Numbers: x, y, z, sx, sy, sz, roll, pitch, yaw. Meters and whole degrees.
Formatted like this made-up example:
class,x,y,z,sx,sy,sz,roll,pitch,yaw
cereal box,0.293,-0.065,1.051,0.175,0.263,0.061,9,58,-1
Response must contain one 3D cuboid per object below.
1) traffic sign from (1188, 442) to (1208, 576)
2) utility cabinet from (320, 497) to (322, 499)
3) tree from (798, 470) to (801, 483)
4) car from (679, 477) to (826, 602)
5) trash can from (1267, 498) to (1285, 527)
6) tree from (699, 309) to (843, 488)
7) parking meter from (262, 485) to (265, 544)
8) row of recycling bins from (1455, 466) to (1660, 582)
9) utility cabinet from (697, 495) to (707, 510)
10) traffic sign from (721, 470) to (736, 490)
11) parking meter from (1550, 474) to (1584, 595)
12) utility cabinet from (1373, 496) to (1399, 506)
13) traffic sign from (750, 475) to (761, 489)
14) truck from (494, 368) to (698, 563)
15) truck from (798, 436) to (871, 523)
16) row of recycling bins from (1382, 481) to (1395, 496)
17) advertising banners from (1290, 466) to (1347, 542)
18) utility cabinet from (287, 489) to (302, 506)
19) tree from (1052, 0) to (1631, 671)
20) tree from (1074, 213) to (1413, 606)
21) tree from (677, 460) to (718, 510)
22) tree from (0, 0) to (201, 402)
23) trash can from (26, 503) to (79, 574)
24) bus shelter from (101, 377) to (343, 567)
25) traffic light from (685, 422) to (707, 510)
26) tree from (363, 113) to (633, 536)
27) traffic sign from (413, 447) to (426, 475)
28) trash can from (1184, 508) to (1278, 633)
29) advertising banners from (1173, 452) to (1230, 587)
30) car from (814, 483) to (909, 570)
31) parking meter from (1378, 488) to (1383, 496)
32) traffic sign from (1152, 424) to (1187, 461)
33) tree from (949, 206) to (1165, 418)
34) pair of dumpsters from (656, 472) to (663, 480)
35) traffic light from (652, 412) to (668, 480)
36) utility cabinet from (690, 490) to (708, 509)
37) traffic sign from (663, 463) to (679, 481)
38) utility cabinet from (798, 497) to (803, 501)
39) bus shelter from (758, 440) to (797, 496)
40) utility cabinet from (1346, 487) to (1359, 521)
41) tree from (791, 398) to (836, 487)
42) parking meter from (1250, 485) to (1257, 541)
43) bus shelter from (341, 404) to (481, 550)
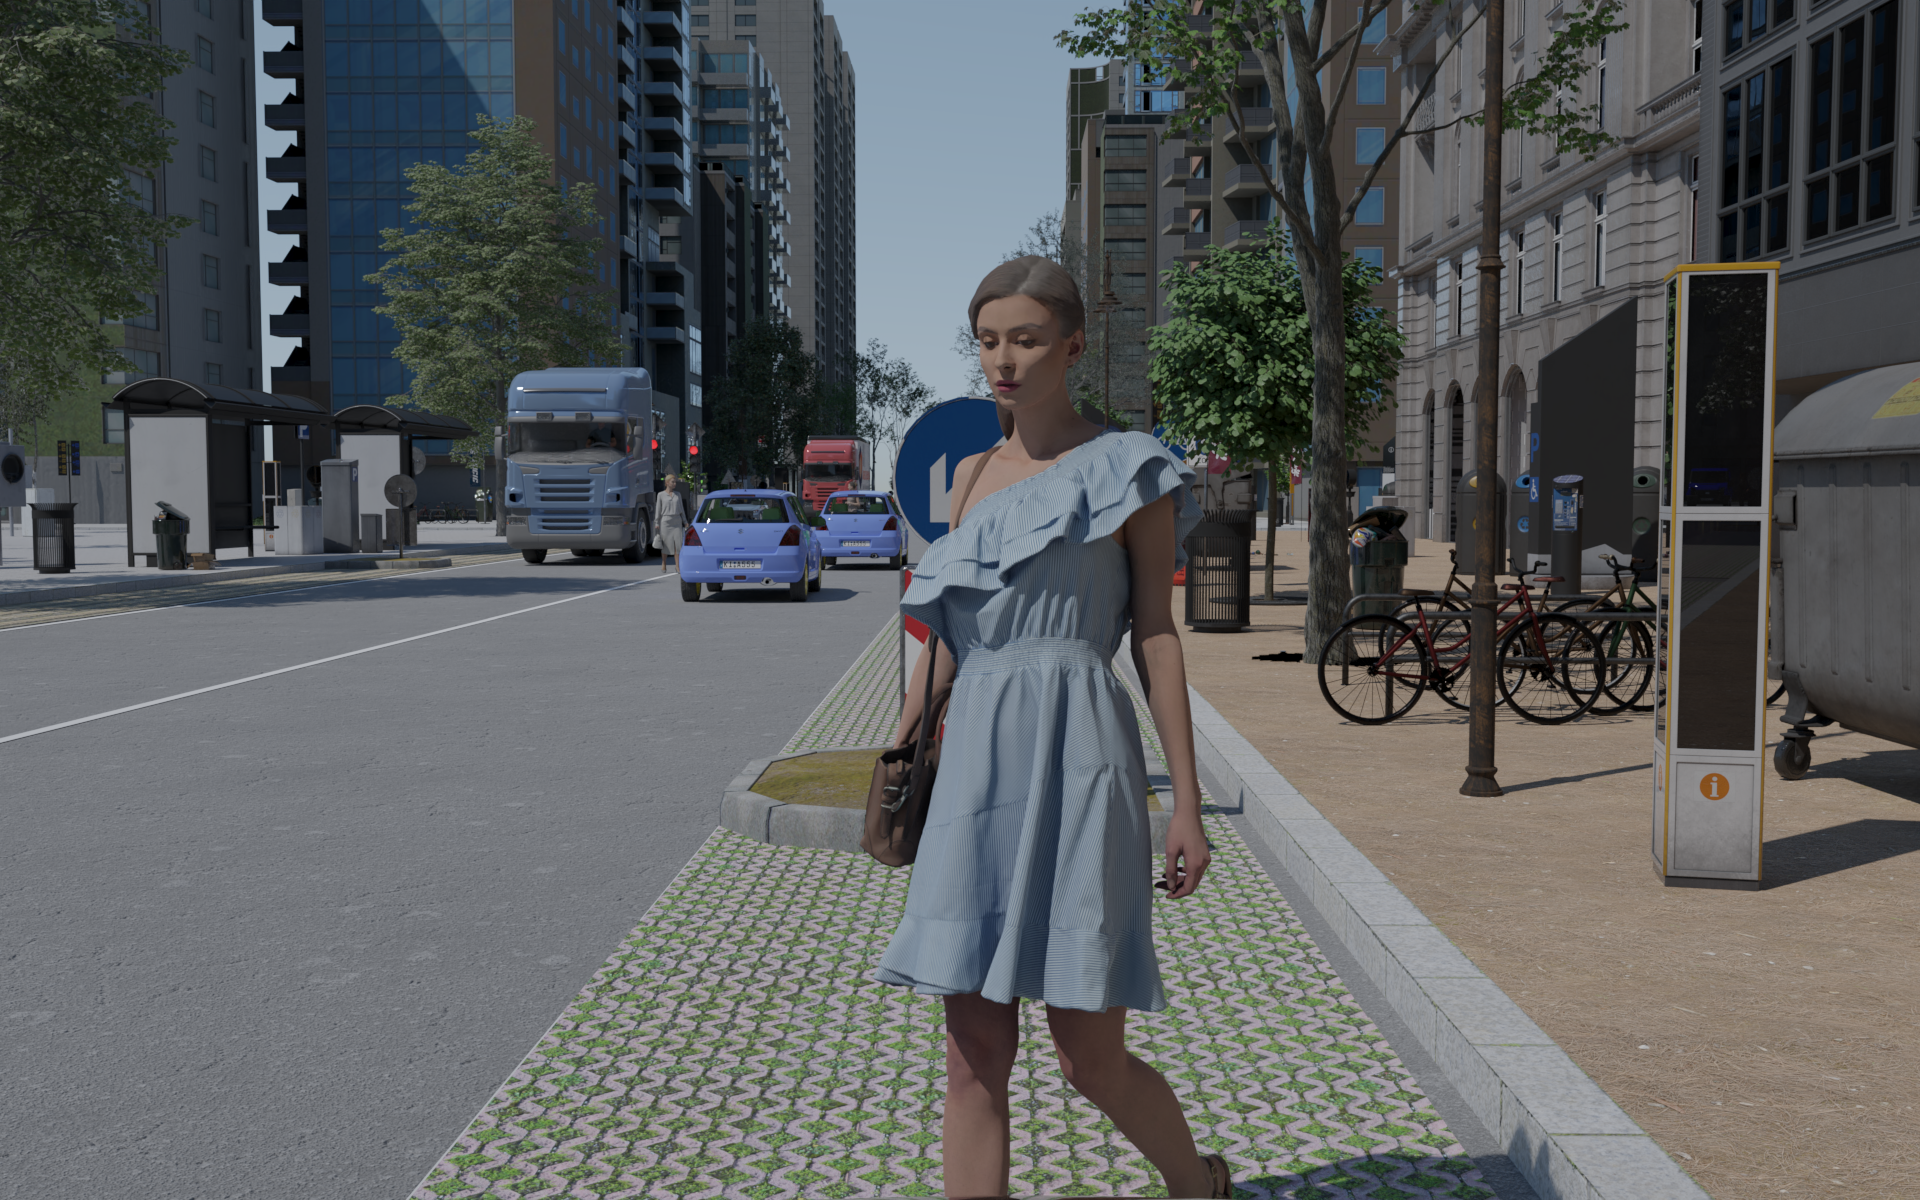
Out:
class,x,y,z,sx,sy,sz,roll,pitch,yaw
traffic sign,3.856,-1.531,27.156,0.606,2.300,0.079,0,4,3
utility cabinet,-19.650,-2.631,54.177,0.306,1.237,1.020,2,4,27
tree,-11.362,-9.478,138.673,4.285,4.588,4.351,0,3,0
car,-2.878,-0.903,24.362,1.945,1.707,3.694,0,4,-1
trash can,12.275,-3.407,67.357,0.748,1.137,0.748,0,3,0
tree,-11.763,-11.637,107.267,9.611,12.733,9.660,0,3,0
parking meter,-17.667,-2.201,44.403,0.372,1.533,0.369,0,3,0
row of recycling bins,9.217,-1.191,26.585,1.069,1.692,3.534,-3,5,-42
utility cabinet,-12.027,-4.371,82.634,1.020,1.237,0.306,0,4,7
traffic sign,-12.245,-5.612,91.753,0.884,2.594,0.081,0,4,7
parking meter,7.742,-0.837,22.093,0.372,1.533,0.369,0,3,0
utility cabinet,13.436,-2.637,54.272,0.306,1.237,1.020,-3,5,-40
traffic sign,-13.498,-6.991,114.416,0.768,2.556,0.104,1,4,11
truck,-7.625,-3.242,42.769,2.967,4.110,18.799,0,4,1
truck,-6.049,-5.905,85.454,2.839,4.237,11.283,0,4,1
row of recycling bins,14.472,-3.051,56.995,1.069,1.692,3.534,1,4,18
advertising banners,9.452,-3.042,45.926,0.090,3.025,2.074,-3,4,-36
utility cabinet,-28.984,-4.082,75.425,0.318,1.500,1.173,-3,4,-36
tree,2.653,-5.329,12.886,9.928,11.665,9.643,0,3,0
tree,3.643,-2.241,20.354,4.285,4.588,4.351,0,3,0
tree,-12.976,-5.480,84.203,1.663,3.219,1.824,0,3,0
tree,-13.689,-6.383,22.493,7.486,12.596,7.792,0,3,0
trash can,-14.643,-0.999,27.983,0.748,1.137,0.748,0,3,0
bus shelter,-13.783,-2.374,32.735,2.014,3.302,5.546,0,4,1
traffic light,-10.308,-4.809,67.550,0.839,4.253,0.868,0,4,1
tree,-13.746,-8.179,51.862,7.486,12.596,7.792,0,3,0
traffic sign,-14.657,-2.826,46.312,0.768,2.556,0.104,0,4,4
trash can,2.401,-0.274,16.138,0.748,1.137,0.748,0,3,0
advertising banners,2.993,-1.705,24.063,2.074,3.025,0.090,3,5,41
car,-1.908,-1.487,33.896,1.945,1.707,3.694,0,4,1
parking meter,17.267,-3.812,70.738,0.372,1.533,0.369,0,3,0
traffic sign,3.465,-1.703,27.949,0.768,2.556,0.104,0,4,7
tree,4.486,-10.071,75.034,12.009,13.543,11.850,0,3,0
pair of dumpsters,-13.263,-4.432,74.959,1.574,2.255,4.437,0,4,1
traffic light,-10.475,-4.321,59.566,0.839,4.253,0.868,0,4,1
utility cabinet,-14.120,-5.149,92.872,1.173,1.500,0.318,-3,4,-36
traffic sign,-12.010,-4.371,71.464,0.884,2.594,0.081,0,4,3
utility cabinet,-12.673,-7.561,134.791,0.306,1.237,1.020,3,4,36
bus shelter,-12.592,-8.728,120.333,2.179,5.291,8.768,0,4,1
utility cabinet,12.023,-2.820,54.788,1.173,1.500,0.318,-1,4,-22
tree,-11.128,-10.878,128.212,4.737,8.622,4.395,0,3,0
parking meter,7.974,-2.401,47.671,0.372,1.533,0.369,0,3,0
bus shelter,-13.377,-2.931,41.851,2.014,3.302,5.546,0,4,1
